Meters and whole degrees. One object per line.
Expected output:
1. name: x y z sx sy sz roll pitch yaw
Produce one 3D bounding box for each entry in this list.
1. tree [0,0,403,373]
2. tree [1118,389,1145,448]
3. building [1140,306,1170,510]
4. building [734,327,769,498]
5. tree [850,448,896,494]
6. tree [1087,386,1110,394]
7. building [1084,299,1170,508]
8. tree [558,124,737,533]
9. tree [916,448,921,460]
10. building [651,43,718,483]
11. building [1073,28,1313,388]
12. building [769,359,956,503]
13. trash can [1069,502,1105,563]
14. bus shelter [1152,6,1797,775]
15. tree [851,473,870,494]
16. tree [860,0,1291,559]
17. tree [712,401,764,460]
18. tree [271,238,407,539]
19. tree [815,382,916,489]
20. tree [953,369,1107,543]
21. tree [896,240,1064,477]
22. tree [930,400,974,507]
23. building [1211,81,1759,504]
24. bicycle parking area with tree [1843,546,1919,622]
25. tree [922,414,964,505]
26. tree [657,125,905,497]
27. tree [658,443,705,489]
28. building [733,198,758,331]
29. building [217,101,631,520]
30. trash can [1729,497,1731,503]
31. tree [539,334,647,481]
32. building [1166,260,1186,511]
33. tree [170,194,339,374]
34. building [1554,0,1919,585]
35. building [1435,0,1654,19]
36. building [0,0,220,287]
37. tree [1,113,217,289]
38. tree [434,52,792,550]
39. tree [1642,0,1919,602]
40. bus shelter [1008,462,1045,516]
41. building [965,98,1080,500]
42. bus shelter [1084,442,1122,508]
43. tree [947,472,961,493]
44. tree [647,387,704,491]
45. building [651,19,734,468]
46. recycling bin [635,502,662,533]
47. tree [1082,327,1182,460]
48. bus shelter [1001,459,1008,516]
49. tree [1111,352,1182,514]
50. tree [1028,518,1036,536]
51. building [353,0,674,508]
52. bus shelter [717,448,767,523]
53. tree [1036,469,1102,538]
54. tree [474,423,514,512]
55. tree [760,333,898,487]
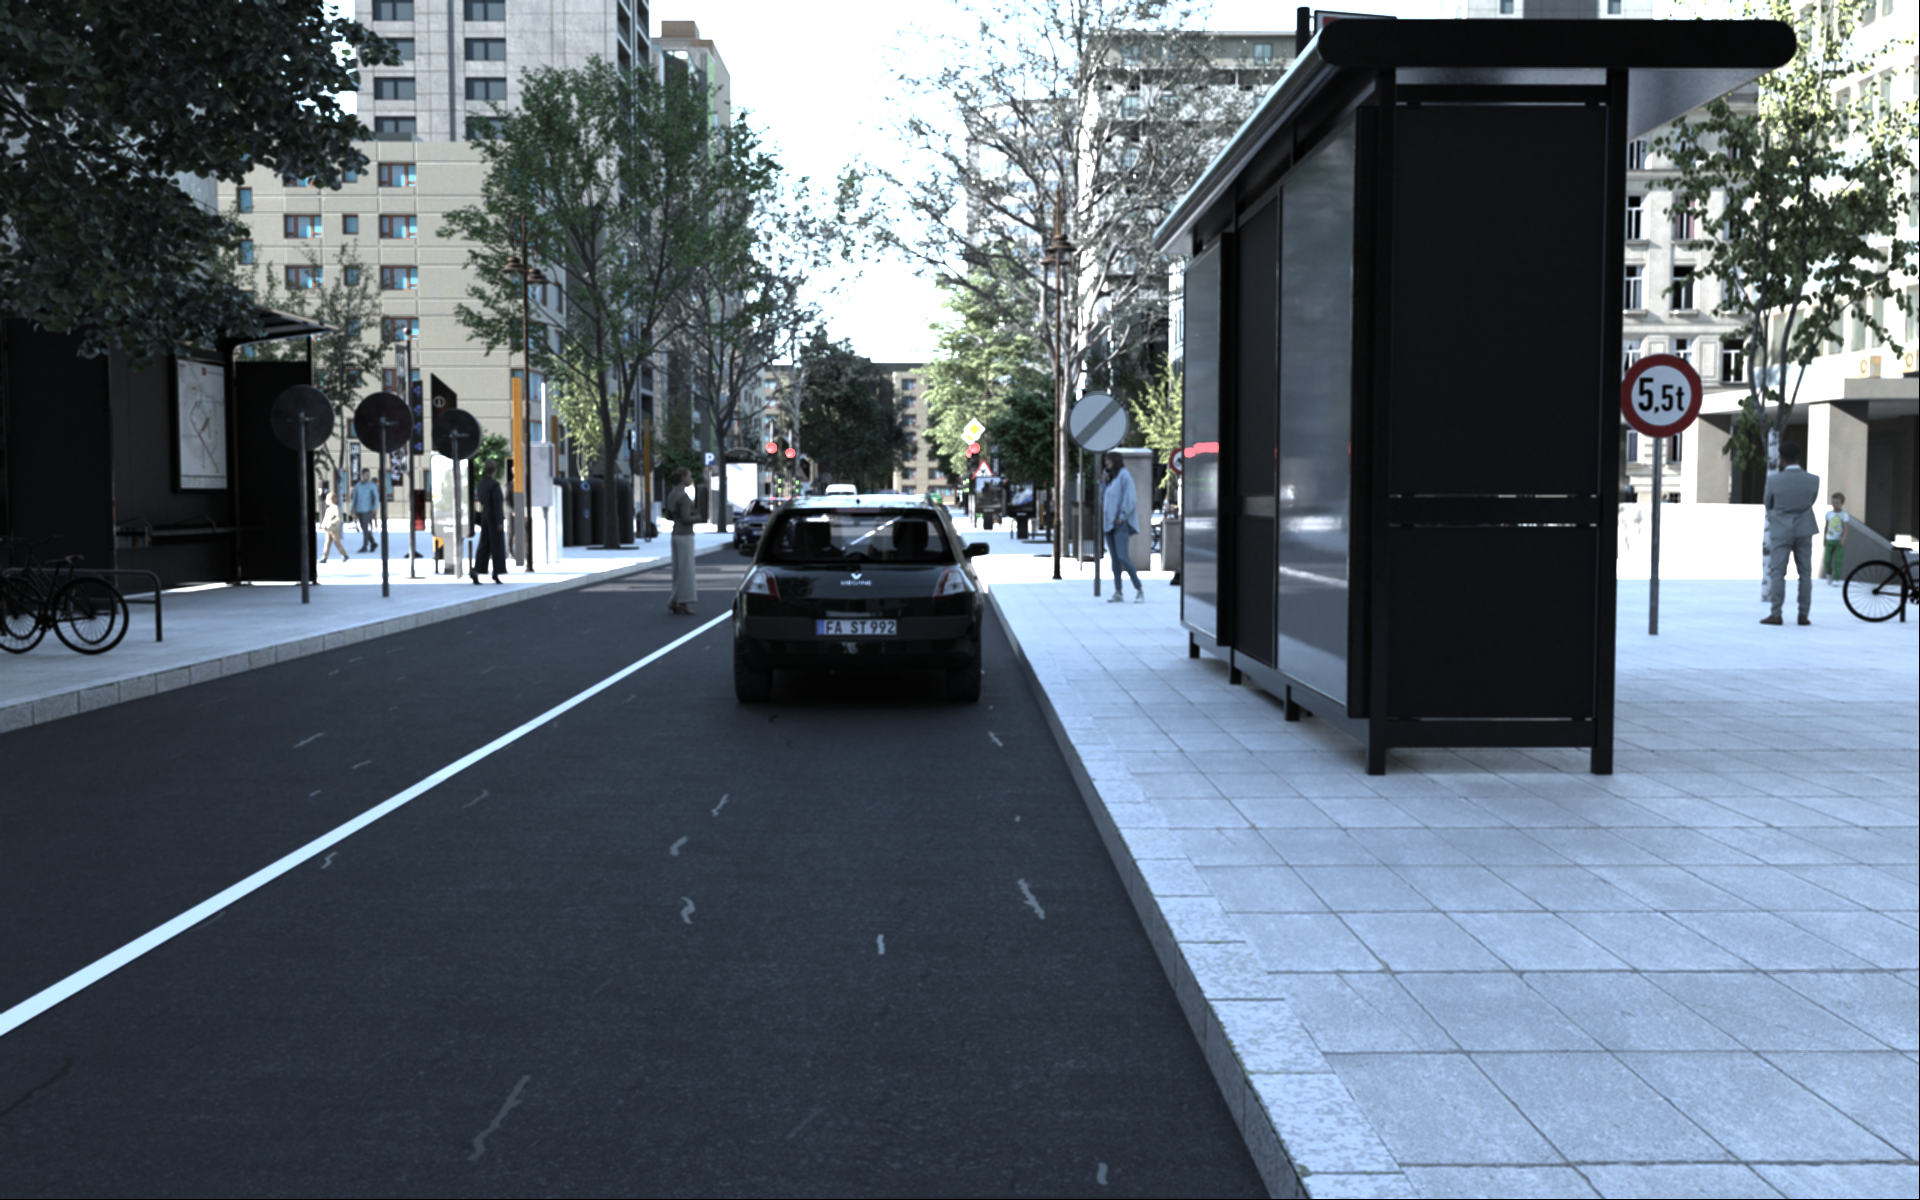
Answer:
1. tree: -7.372 -6.409 11.437 9.857 13.997 8.962 0 3 0
2. tree: 10.762 -10.388 120.209 4.360 8.622 3.978 0 3 0
3. building: 22.822 -16.603 138.911 16.820 18.784 16.811 0 4 -1
4. building: -37.791 -21.431 195.442 28.899 21.520 27.650 0 4 -1
5. tree: -10.111 -17.026 196.502 7.486 12.596 7.792 0 3 0
6. tree: 9.832 -9.663 108.350 4.737 8.622 4.395 0 3 0
7. building: 27.026 -19.774 168.350 27.650 21.520 28.899 0 4 -1
8. tree: -7.827 -8.948 56.673 12.009 13.543 11.850 0 3 0
9. tree: -9.503 -17.734 224.359 7.601 10.594 8.767 3 5 44
10. building: -29.540 -28.760 153.819 14.154 41.232 14.086 0 4 -1
11. building: 27.878 -37.083 195.552 28.713 52.752 27.495 0 4 -1
12. building: -15.061 -25.296 258.624 28.899 21.520 27.650 0 4 -1
13. trash can: 2.415 -1.280 32.588 0.748 1.137 0.748 0 3 0
14. bus shelter: 2.608 -2.103 12.013 2.179 5.291 8.768 0 4 -1
15. tree: -9.234 -10.037 158.711 1.663 3.219 1.824 0 3 0
16. tree: 2.106 -7.583 34.352 12.009 13.543 11.850 0 3 0
17. tree: -17.052 -11.333 135.663 4.360 8.622 3.978 0 3 0
18. tree: -17.892 -6.041 49.136 4.360 8.622 3.978 0 3 0
19. tree: -8.171 -12.422 137.506 8.767 10.594 7.601 0 4 -1
20. tree: 2.321 -3.793 45.728 4.285 4.588 4.351 0 3 0
21. tree: 1.443 -9.739 77.353 7.486 12.596 7.792 0 3 0
22. tree: 0.727 -15.493 179.062 9.928 11.665 9.643 0 3 0
23. building: 29.829 -15.952 94.100 30.059 22.955 16.112 0 4 -1
24. bicycle parking area with tree: 12.688 -1.637 13.774 9.016 4.147 8.231 1 4 13
25. tree: 0.429 -18.042 201.634 9.857 13.997 8.962 0 3 0
26. tree: -10.052 -14.372 90.875 12.611 20.169 13.585 0 3 0
27. tree: -17.654 -7.763 110.644 4.285 4.588 4.351 0 3 0
28. building: -45.119 -38.947 256.392 30.456 49.044 23.786 0 4 -1
29. building: -35.230 -15.567 99.562 27.650 21.520 28.899 0 4 -1
30. trash can: 33.689 -3.883 75.145 0.748 1.137 0.748 0 3 0
31. tree: -17.019 -7.877 79.151 4.737 8.622 4.395 0 3 0
32. building: 19.711 -16.304 115.716 9.793 20.994 18.267 0 4 -1
33. tree: -17.955 -5.663 42.954 4.737 8.622 4.395 0 3 0
34. building: 29.125 -20.696 30.268 32.217 40.220 23.993 0 4 -1
35. building: 64.836 -46.503 198.578 20.611 71.187 20.563 0 4 -1
36. building: -38.369 -14.411 40.135 34.151 26.468 19.350 0 4 -1
37. tree: -16.299 -5.077 33.371 4.360 8.622 3.978 0 3 0
38. tree: -7.975 -6.986 39.984 9.928 11.665 9.643 0 3 0
39. tree: 9.878 -4.288 20.464 4.737 8.622 4.395 0 3 0
40. bus shelter: 3.633 -6.070 90.531 1.731 3.624 6.357 0 4 -1
41. building: 14.896 -43.575 254.443 28.212 58.520 21.231 0 4 -1
42. bus shelter: 4.406 -4.116 58.585 1.731 3.624 6.357 0 4 -1
43. tree: -0.119 -16.023 212.344 4.360 8.622 3.978 0 3 0
44. tree: -19.490 -10.194 117.041 4.737 8.622 4.395 0 3 0
45. building: -29.811 -31.692 168.268 14.600 45.320 14.200 0 4 -1
46. recycling bin: -10.279 -2.728 57.160 0.722 1.027 0.722 0 4 6
47. tree: 9.033 -9.829 95.122 7.601 10.594 8.767 -1 4 -10
48. bus shelter: 2.974 -6.797 102.415 1.731 3.624 6.357 0 4 0
49. tree: 10.850 -8.358 87.017 4.737 8.622 4.395 0 3 0
50. tree: 2.227 -3.588 53.270 1.663 3.219 1.824 0 3 0
51. building: -32.127 -42.356 130.776 20.563 71.187 20.611 0 4 -1
52. bus shelter: -9.668 -5.172 78.484 2.014 3.302 5.546 0 4 -1
53. tree: 3.251 -3.435 50.756 1.663 3.219 1.824 0 3 0
54. tree: -22.180 -5.873 79.743 4.285 4.588 4.351 0 3 0
55. tree: -9.088 -12.419 120.066 9.611 12.733 9.660 0 3 0
